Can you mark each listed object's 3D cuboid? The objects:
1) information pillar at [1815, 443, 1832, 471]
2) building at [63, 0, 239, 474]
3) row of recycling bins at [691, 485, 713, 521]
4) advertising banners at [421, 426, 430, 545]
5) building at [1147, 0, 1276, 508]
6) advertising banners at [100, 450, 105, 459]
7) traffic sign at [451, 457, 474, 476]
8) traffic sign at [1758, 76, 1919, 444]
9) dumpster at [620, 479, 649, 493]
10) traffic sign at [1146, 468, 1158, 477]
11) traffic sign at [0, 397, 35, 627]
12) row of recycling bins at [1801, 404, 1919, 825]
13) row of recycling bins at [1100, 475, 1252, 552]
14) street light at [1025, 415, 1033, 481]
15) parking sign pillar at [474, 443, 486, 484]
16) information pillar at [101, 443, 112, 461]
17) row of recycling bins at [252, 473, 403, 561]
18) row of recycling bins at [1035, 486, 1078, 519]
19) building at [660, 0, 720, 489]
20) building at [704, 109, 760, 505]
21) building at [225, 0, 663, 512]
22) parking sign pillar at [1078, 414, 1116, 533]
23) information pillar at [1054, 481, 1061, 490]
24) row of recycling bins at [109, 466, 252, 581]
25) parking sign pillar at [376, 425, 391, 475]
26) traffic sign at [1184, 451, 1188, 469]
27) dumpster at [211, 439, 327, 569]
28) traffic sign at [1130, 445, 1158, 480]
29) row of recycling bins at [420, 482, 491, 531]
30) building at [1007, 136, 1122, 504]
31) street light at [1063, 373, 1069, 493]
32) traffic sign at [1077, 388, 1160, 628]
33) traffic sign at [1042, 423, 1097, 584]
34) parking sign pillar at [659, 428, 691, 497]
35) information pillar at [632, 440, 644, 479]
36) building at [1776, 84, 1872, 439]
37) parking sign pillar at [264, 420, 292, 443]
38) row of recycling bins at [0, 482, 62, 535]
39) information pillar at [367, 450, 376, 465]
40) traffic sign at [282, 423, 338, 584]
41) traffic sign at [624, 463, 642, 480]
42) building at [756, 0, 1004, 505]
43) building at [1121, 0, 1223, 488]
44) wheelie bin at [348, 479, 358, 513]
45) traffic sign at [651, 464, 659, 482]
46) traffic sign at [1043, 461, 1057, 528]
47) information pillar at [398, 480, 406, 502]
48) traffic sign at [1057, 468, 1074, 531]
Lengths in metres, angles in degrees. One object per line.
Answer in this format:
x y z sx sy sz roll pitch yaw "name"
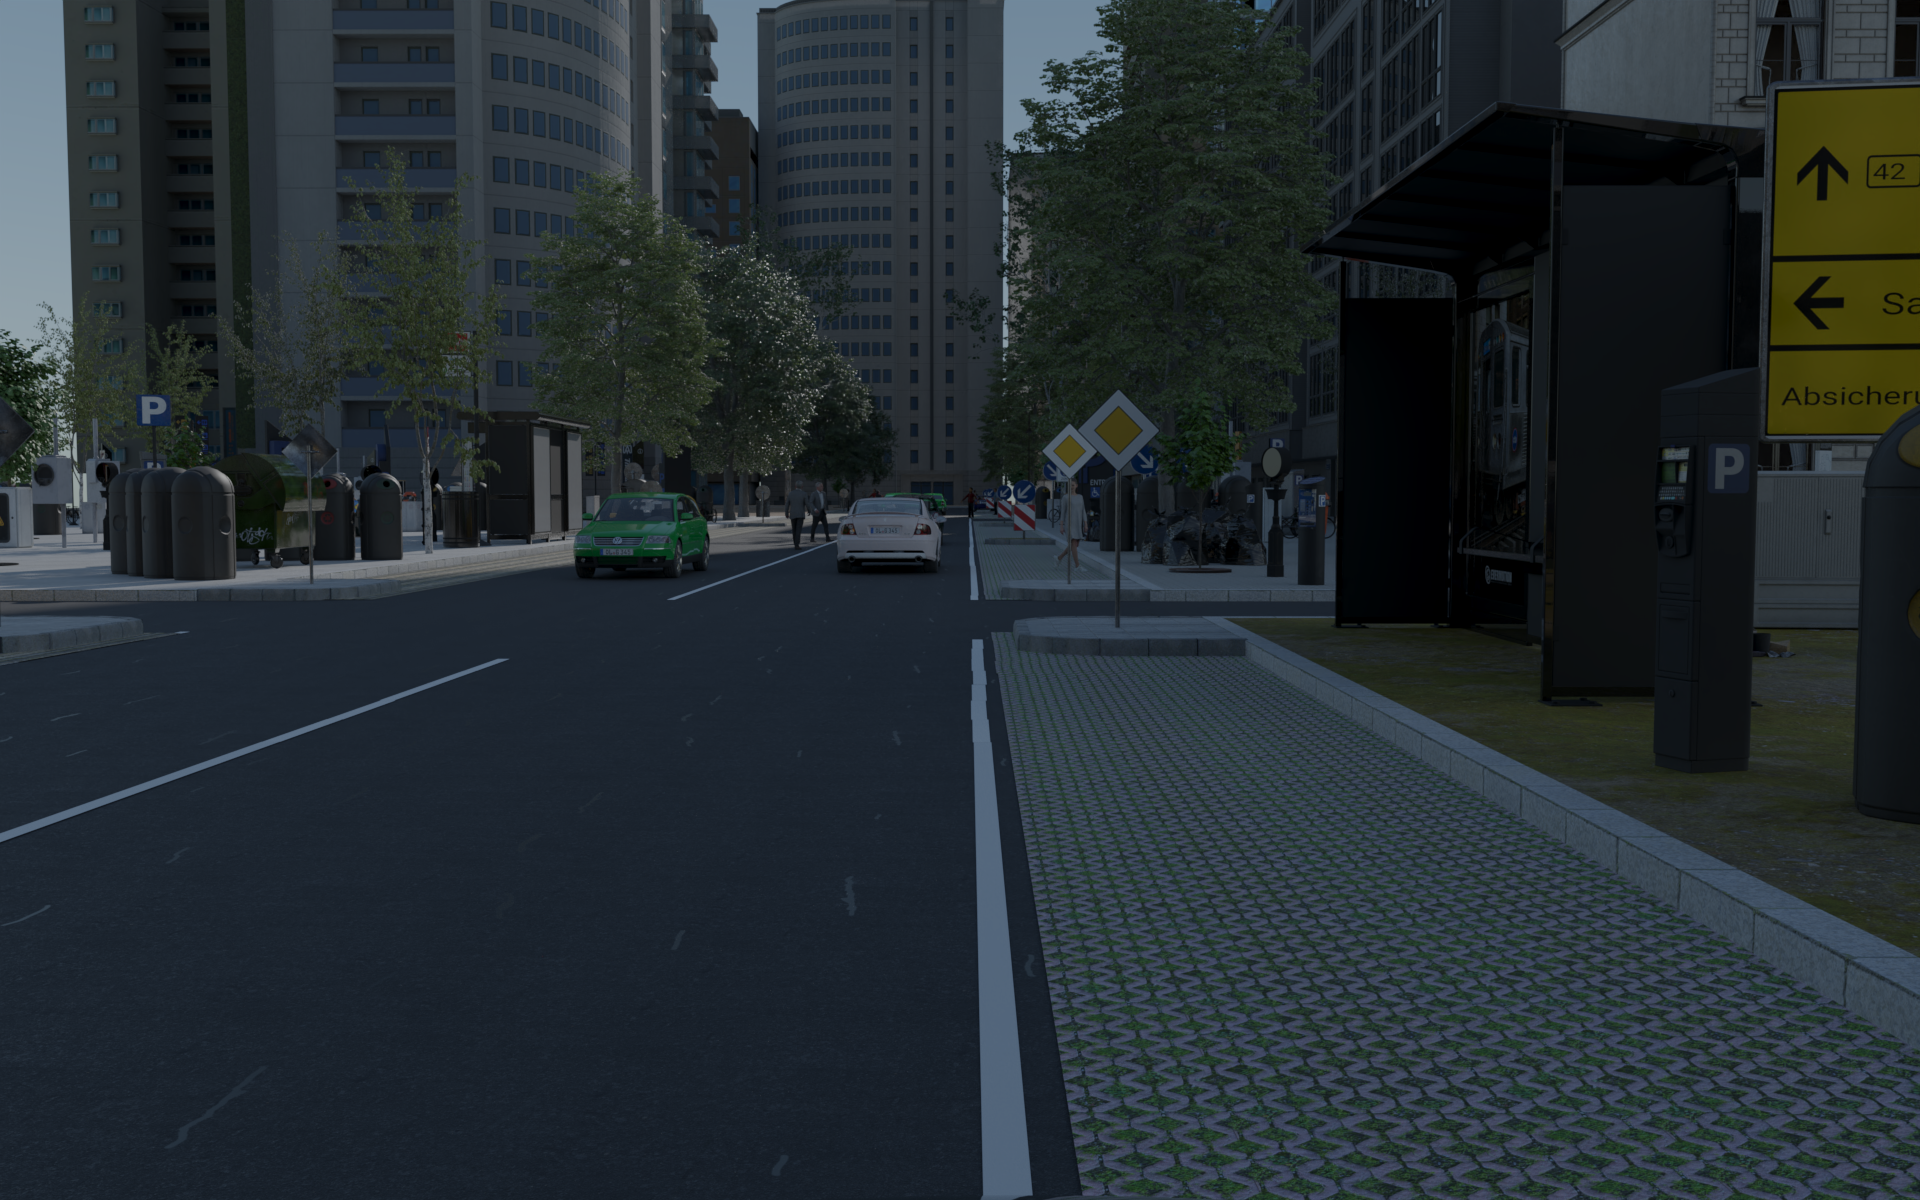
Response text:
16.484 -2.552 33.088 0.504 3.616 0.183 -3 4 -37 "information pillar"
-63.050 -32.398 153.405 21.600 48.544 21.300 0 4 0 "building"
-13.241 -4.580 82.001 3.534 1.692 1.069 2 4 23 "row of recycling bins"
-13.600 -2.932 44.118 0.090 3.025 2.074 -1 4 -12 "advertising banners"
26.522 -49.730 125.758 22.319 86.520 31.000 0 4 0 "building"
-33.596 -4.425 68.539 2.074 3.025 0.090 3 5 43 "advertising banners"
-14.618 -3.127 51.128 0.884 2.594 0.081 1 4 9 "traffic sign"
5.102 -0.895 8.498 2.265 3.308 0.079 1 4 9 "traffic sign"
-12.474 -3.770 67.392 1.264 1.857 1.865 0 4 0 "dumpster"
6.426 -3.539 57.974 0.768 2.556 0.104 0 4 4 "traffic sign"
-9.284 -0.796 16.656 0.795 2.450 0.064 0 4 0 "traffic sign"
4.469 0.089 5.657 1.069 1.692 3.534 -1 4 -17 "row of recycling bins"
4.789 -1.916 38.432 3.534 1.692 1.069 1 4 22 "row of recycling bins"
3.954 -7.739 99.314 0.468 5.910 1.993 0 4 0 "street light"
-19.372 -5.077 71.484 1.447 3.967 1.447 -1 4 -10 "parking sign pillar"
-39.544 -5.441 80.310 0.183 3.616 0.504 2 4 32 "information pillar"
-12.633 -1.615 33.518 3.534 1.692 1.069 -1 4 -14 "row of recycling bins"
5.613 -5.037 89.474 3.534 1.692 1.069 1 4 11 "row of recycling bins"
-37.028 -32.570 152.130 30.456 49.044 23.786 0 4 0 "building"
-30.606 -33.717 201.384 14.200 45.320 14.600 0 4 0 "building"
-32.558 -34.964 113.663 21.231 58.520 28.212 0 4 0 "building"
4.597 -4.239 57.775 1.447 3.967 1.447 2 4 30 "parking sign pillar"
5.393 -5.549 95.214 0.304 2.012 0.304 -3 5 -40 "information pillar"
-12.304 -1.211 26.916 1.069 1.692 3.534 -3 5 -44 "row of recycling bins"
-22.194 -4.788 66.757 1.447 3.967 1.447 -1 4 -22 "parking sign pillar"
5.998 -2.770 45.394 0.768 2.556 0.104 0 4 7 "traffic sign"
-12.244 -1.712 30.483 1.502 2.255 1.985 0 4 0 "dumpster"
4.796 -2.745 44.987 0.768 2.556 0.104 0 4 4 "traffic sign"
-17.416 -3.305 61.150 3.534 1.692 1.069 1 4 14 "row of recycling bins"
12.592 -31.637 200.855 14.086 41.232 14.154 0 4 0 "building"
3.769 -5.367 60.532 0.468 5.910 1.993 0 4 0 "street light"
1.510 -0.791 16.582 0.795 2.450 0.064 0 4 0 "traffic sign"
1.550 -1.280 24.567 0.795 2.450 0.064 0 4 0 "traffic sign"
-11.634 -5.030 70.718 1.447 3.967 1.447 -3 5 -44 "parking sign pillar"
-13.430 -4.958 72.426 0.504 3.616 0.183 0 4 -6 "information pillar"
65.436 -32.371 152.959 21.600 48.544 21.300 0 4 0 "building"
-24.740 -4.587 63.466 1.447 3.967 1.447 2 4 35 "parking sign pillar"
-29.910 -2.920 54.855 3.534 1.692 1.069 1 4 19 "row of recycling bins"
-31.029 -6.121 91.425 0.504 3.616 0.183 1 4 17 "information pillar"
-9.244 -1.284 24.641 0.795 2.450 0.064 0 4 0 "traffic sign"
-13.211 -4.275 69.997 0.768 2.556 0.104 1 4 8 "traffic sign"
-9.121 -40.471 203.694 28.212 58.520 21.231 0 4 0 "building"
25.885 -32.383 153.172 21.300 48.544 21.600 0 4 0 "building"
-13.303 -1.765 36.772 0.980 1.594 0.693 -2 4 -25 "wheelie bin"
-12.601 -4.446 72.794 0.768 2.556 0.104 0 4 5 "traffic sign"
3.518 -4.000 65.510 0.768 2.556 0.104 1 4 10 "traffic sign"
-30.075 -5.438 93.411 0.304 2.012 0.304 0 4 6 "information pillar"
3.612 -3.502 59.395 0.606 2.300 0.079 1 4 10 "traffic sign"
